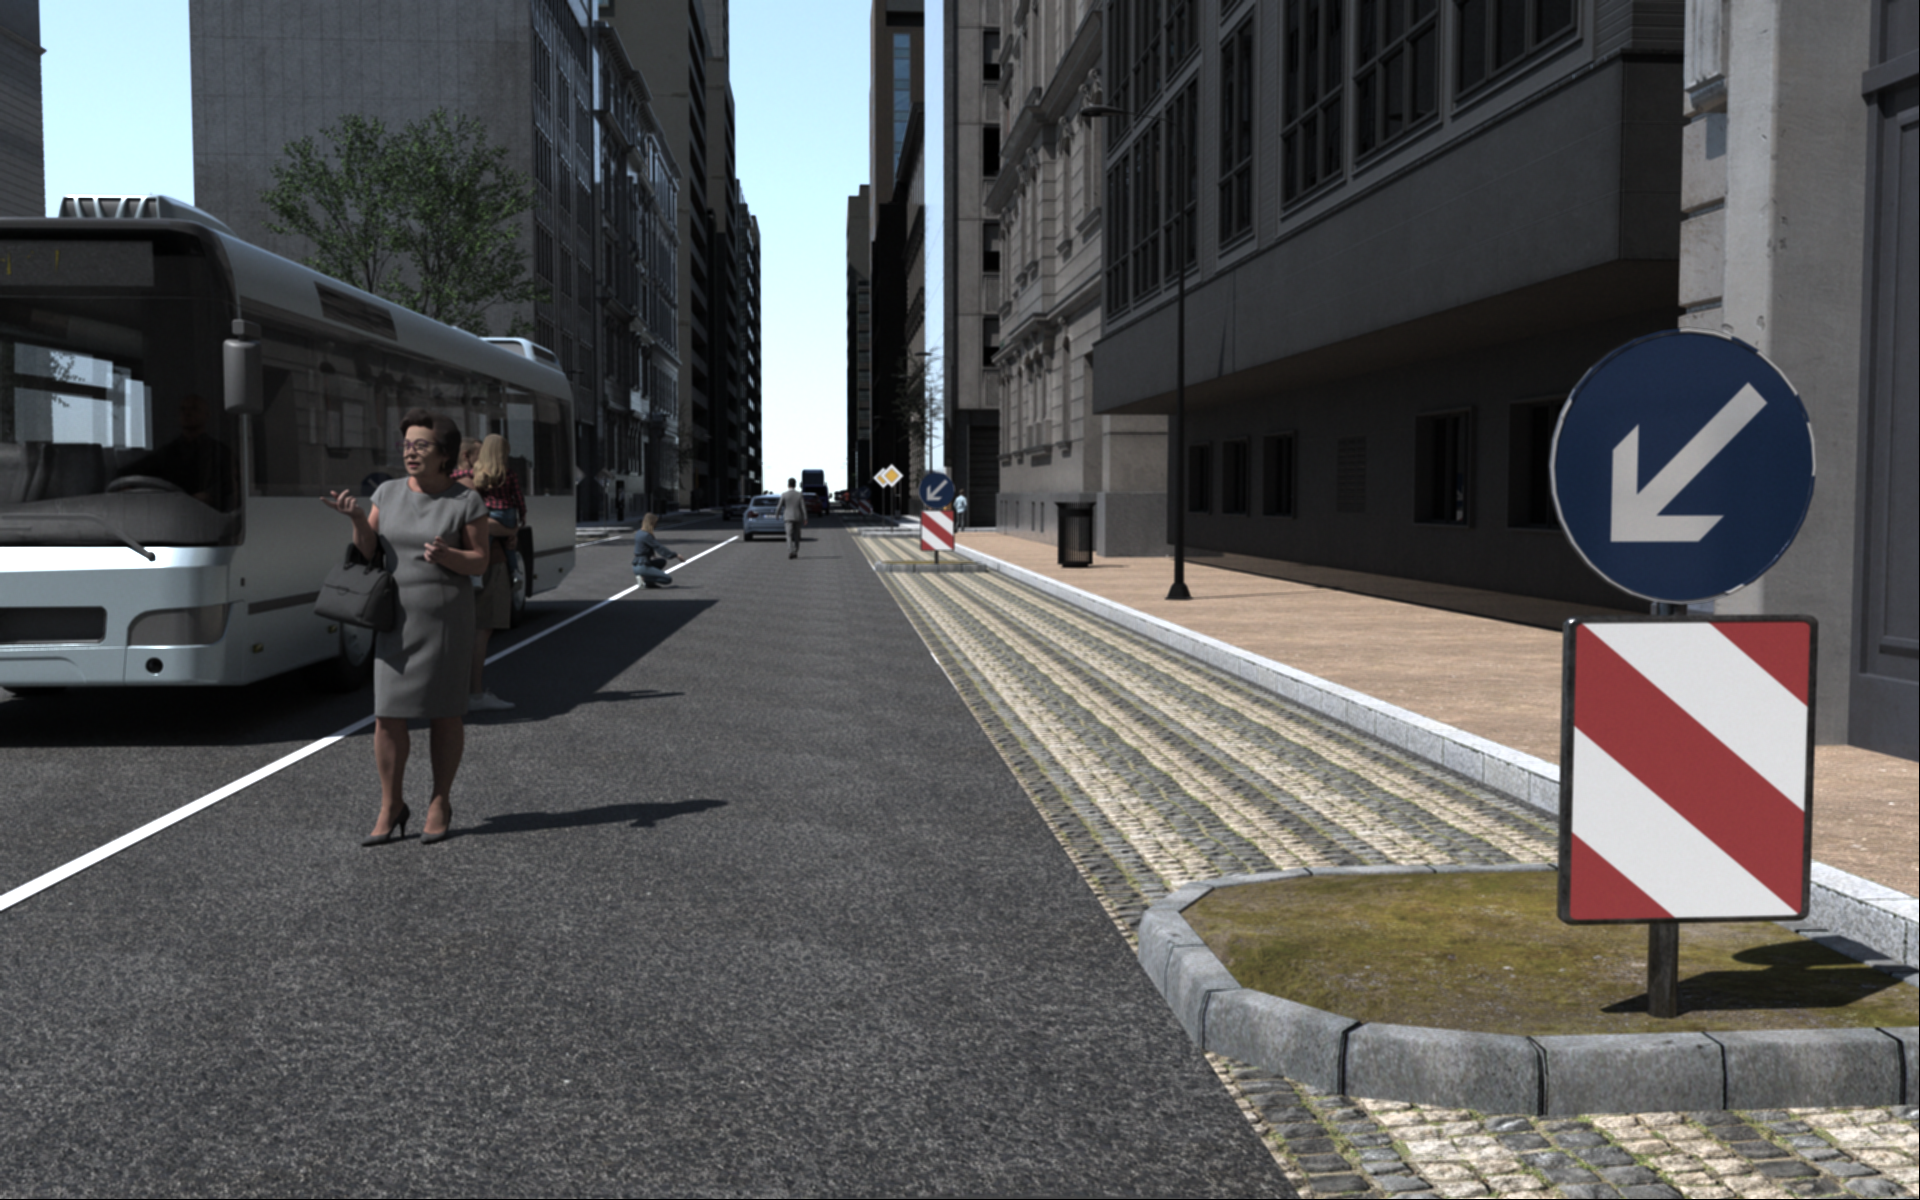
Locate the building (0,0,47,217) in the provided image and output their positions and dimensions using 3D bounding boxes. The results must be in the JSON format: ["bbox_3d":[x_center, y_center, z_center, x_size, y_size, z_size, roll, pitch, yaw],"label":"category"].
[{"bbox_3d":[-52.485,-17.626,65.682,29.804,29.767,11.434,0,4,-5],"label":"building"}]

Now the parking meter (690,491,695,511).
[{"bbox_3d":[-20.052,-7.438,130.018,0.372,1.533,0.369,0,3,0],"label":"parking meter"}]

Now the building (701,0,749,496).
[{"bbox_3d":[-38.860,-48.478,230.870,20.563,71.187,20.611,0,4,-5],"label":"building"}]

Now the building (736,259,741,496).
[{"bbox_3d":[-33.279,-26.412,203.542,14.160,30.474,14.107,0,4,-5],"label":"building"}]

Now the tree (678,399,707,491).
[{"bbox_3d":[-21.563,-11.086,131.623,4.360,8.622,3.978,0,3,0],"label":"tree"}]

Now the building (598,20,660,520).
[{"bbox_3d":[-24.259,-18.771,94.300,14.401,28.519,23.554,0,4,-5],"label":"building"}]

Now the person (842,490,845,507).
[{"bbox_3d":[-11.730,-10.086,173.371,0.705,1.831,1.348,-1,4,-17],"label":"person"}]

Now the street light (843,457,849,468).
[{"bbox_3d":[-14.272,-15.564,227.011,1.470,5.913,1.316,0,4,-5],"label":"street light"}]

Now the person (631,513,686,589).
[{"bbox_3d":[-4.654,-0.757,26.377,0.738,1.151,1.012,-1,4,-23],"label":"person"}]

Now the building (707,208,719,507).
[{"bbox_3d":[-30.900,-24.203,167.420,14.160,30.474,14.107,0,4,-5],"label":"building"}]

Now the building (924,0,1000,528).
[{"bbox_3d":[8.822,-15.493,71.329,19.932,24.808,12.078,0,4,-5],"label":"building"}]

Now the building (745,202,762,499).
[{"bbox_3d":[-43.516,-40.313,282.819,21.300,48.544,21.600,0,4,-5],"label":"building"}]

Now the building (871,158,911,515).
[{"bbox_3d":[0.694,-17.255,111.791,12.332,23.373,15.834,0,4,-5],"label":"building"}]

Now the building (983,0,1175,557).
[{"bbox_3d":[8.257,-15.801,45.739,14.401,28.519,23.554,0,4,-5],"label":"building"}]

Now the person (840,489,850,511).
[{"bbox_3d":[-9.423,-8.348,144.920,1.348,1.831,0.705,-1,4,-14],"label":"person"}]

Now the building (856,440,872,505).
[{"bbox_3d":[-0.584,-54.187,198.625,22.319,86.520,31.000,0,4,-5],"label":"building"}]

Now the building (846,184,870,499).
[{"bbox_3d":[-6.620,-39.330,266.747,21.300,48.544,21.600,0,4,-5],"label":"building"}]

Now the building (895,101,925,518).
[{"bbox_3d":[2.431,-16.216,94.016,11.050,23.489,19.941,0,4,-5],"label":"building"}]

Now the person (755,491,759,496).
[{"bbox_3d":[-22.579,-11.276,193.538,1.217,1.739,0.721,-3,4,-38],"label":"person"}]

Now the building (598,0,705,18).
[{"bbox_3d":[-33.131,-32.102,148.569,21.300,48.544,21.600,0,4,-5],"label":"building"}]

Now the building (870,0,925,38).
[{"bbox_3d":[-1.070,-31.369,162.999,14.600,45.320,14.200,0,4,-5],"label":"building"}]

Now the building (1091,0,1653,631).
[{"bbox_3d":[10.472,-13.968,21.879,14.314,27.812,24.014,0,4,-5],"label":"building"}]

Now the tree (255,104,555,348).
[{"bbox_3d":[-14.978,-7.428,47.202,9.928,11.665,9.643,0,3,0],"label":"tree"}]

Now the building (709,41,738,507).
[{"bbox_3d":[-35.072,-34.300,184.501,21.300,48.544,21.600,0,4,-5],"label":"building"}]

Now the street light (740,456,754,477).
[{"bbox_3d":[-27.207,-15.346,223.444,1.470,5.913,1.316,0,4,-5],"label":"street light"}]

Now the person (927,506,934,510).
[{"bbox_3d":[-0.841,-2.077,47.133,0.373,1.253,0.362,1,4,15],"label":"person"}]

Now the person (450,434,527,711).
[{"bbox_3d":[-3.176,-0.189,11.569,0.580,1.828,0.573,1,4,17],"label":"person"}]

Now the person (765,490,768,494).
[{"bbox_3d":[-15.703,-8.098,141.608,0.721,1.736,1.217,-1,4,-9],"label":"person"}]

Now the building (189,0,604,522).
[{"bbox_3d":[-22.426,-15.582,72.788,12.078,24.808,19.932,0,4,-5],"label":"building"}]

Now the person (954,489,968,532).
[{"bbox_3d":[0.061,-3.061,60.350,0.330,1.601,0.589,-3,5,-44],"label":"person"}]

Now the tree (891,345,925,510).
[{"bbox_3d":[-1.419,-7.992,81.035,4.360,8.622,3.978,0,3,0],"label":"tree"}]

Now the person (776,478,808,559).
[{"bbox_3d":[-3.730,-1.816,38.465,0.678,1.792,0.850,-1,4,-12],"label":"person"}]

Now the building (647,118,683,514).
[{"bbox_3d":[-26.104,-20.240,116.827,13.634,28.700,20.117,0,4,-5],"label":"building"}]

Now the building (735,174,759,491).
[{"bbox_3d":[-42.160,-38.975,256.851,23.786,49.044,30.456,0,4,-5],"label":"building"}]

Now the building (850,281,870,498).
[{"bbox_3d":[-8.716,-29.207,249.234,14.160,30.474,14.107,0,4,-5],"label":"building"}]

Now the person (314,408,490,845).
[{"bbox_3d":[-2.298,0.110,7.063,0.716,1.782,0.532,0,4,3],"label":"person"}]

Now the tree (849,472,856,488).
[{"bbox_3d":[-12.756,-14.656,223.339,4.285,4.588,4.351,0,3,0],"label":"tree"}]
